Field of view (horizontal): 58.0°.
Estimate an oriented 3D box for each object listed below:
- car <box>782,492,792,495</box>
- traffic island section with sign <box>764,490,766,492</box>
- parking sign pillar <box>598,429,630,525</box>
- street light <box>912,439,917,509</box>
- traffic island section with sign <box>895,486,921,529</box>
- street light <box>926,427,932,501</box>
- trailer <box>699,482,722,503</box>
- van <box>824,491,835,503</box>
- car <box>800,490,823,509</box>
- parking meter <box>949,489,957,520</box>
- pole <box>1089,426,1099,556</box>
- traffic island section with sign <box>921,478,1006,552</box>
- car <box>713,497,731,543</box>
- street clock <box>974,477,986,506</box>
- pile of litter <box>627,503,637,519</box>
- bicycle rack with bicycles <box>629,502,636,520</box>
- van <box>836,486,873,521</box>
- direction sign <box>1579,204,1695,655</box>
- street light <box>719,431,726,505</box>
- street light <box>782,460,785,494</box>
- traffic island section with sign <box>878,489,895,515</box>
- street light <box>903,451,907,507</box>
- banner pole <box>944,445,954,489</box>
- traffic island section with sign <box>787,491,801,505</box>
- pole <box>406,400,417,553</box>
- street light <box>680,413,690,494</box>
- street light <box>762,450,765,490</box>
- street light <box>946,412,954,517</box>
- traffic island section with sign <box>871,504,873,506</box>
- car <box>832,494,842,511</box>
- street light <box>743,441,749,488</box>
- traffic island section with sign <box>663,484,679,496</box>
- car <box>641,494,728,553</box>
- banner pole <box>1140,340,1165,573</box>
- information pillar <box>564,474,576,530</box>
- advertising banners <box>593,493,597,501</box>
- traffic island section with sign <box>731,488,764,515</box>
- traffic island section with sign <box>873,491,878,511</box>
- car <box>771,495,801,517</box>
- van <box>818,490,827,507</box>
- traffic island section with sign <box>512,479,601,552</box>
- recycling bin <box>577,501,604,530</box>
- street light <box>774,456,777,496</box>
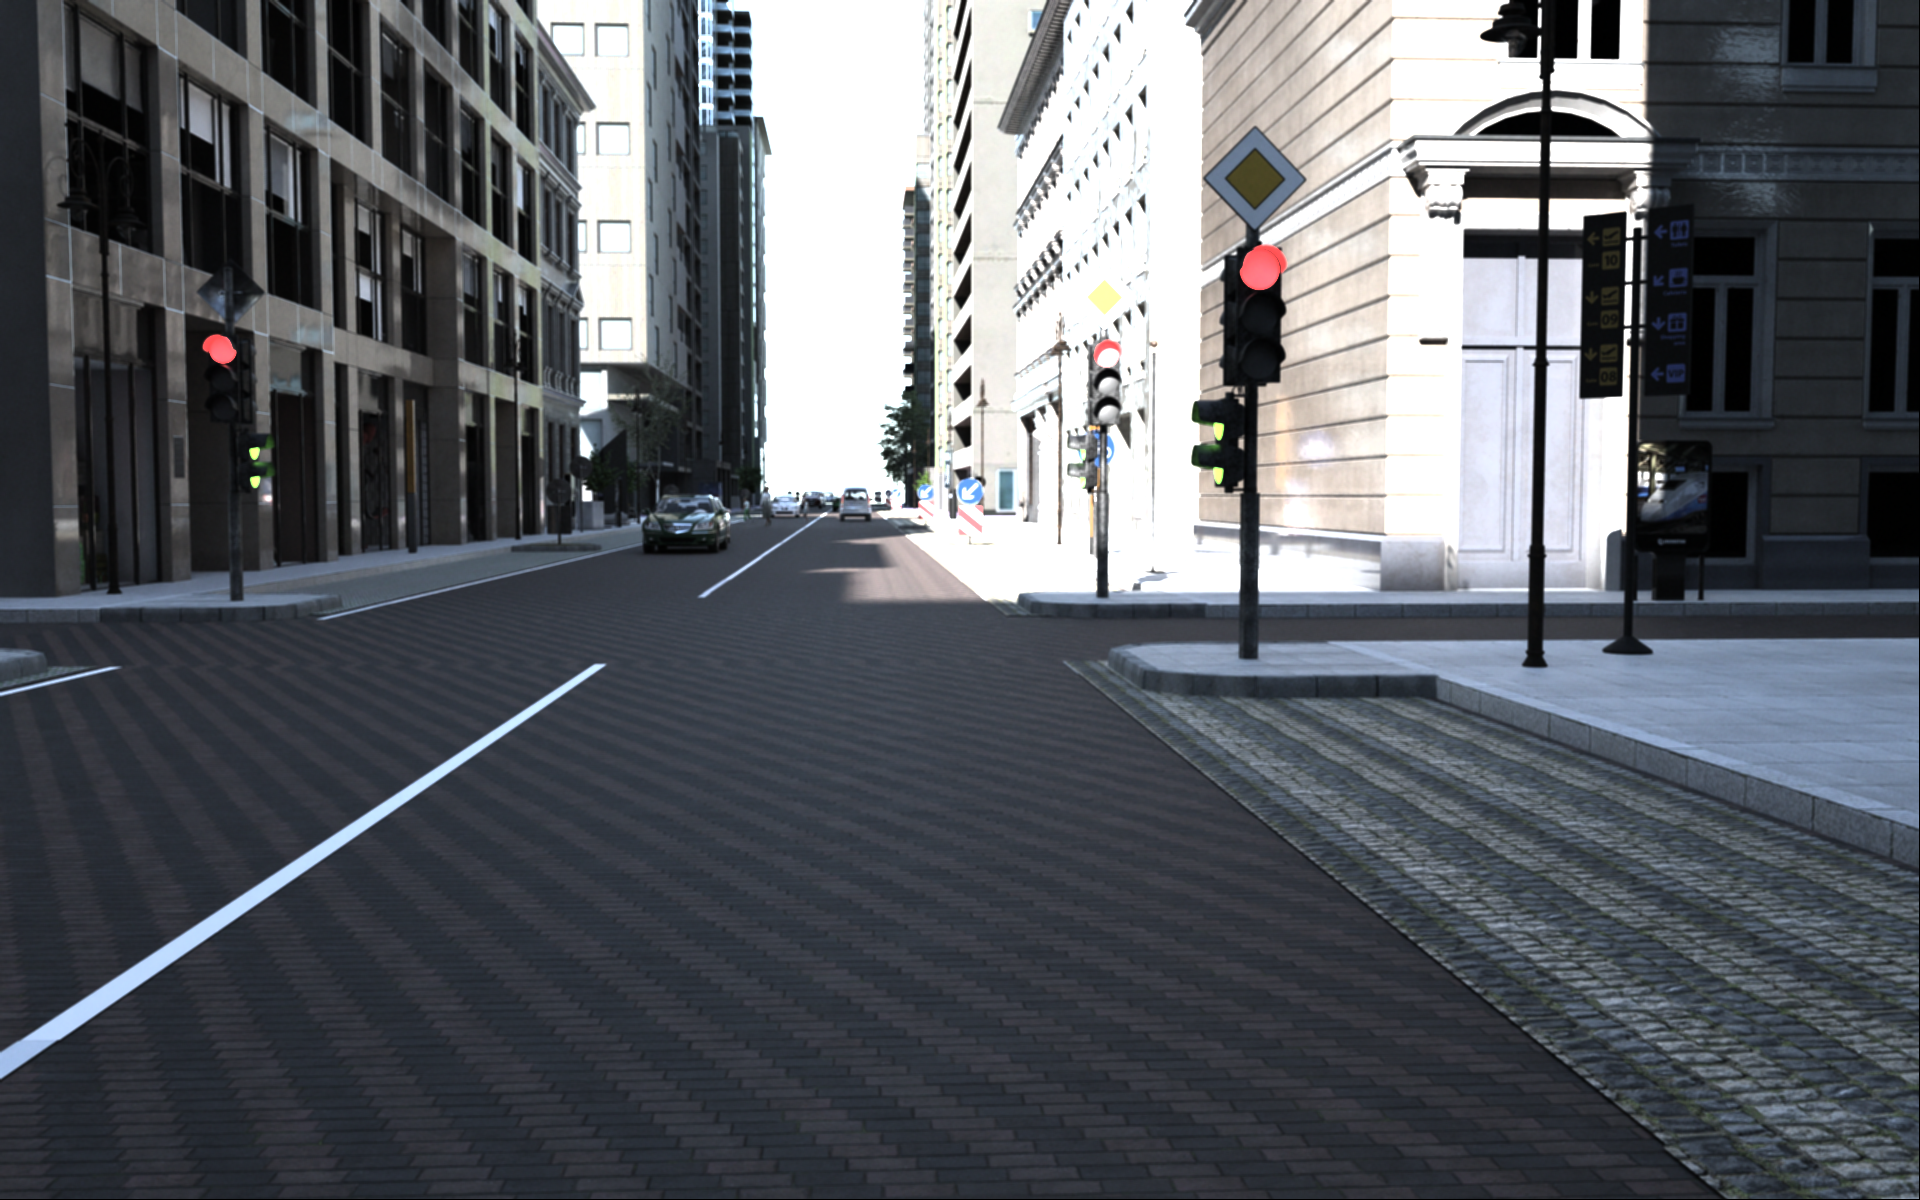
[{"bbox_3d":[-18.409,-10.674,184.303,2.009,1.686,4.222,0,4,-4],"label":"car"},{"bbox_3d":[-16.361,-8.425,146.371,1.989,1.847,2.006,0,4,-3],"label":"traffic island section with sign"},{"bbox_3d":[-14.380,-5.082,71.559,1.447,3.967,1.447,3,4,37],"label":"parking sign pillar"},{"bbox_3d":[-3.839,-10.597,146.052,0.468,5.910,1.993,0,4,-3],"label":"street light"},{"bbox_3d":[-1.529,-3.799,70.736,1.989,1.847,2.006,0,4,-3],"label":"traffic island section with sign"},{"bbox_3d":[-2.179,-8.996,119.865,0.468,5.910,1.993,0,4,-3],"label":"street light"},{"bbox_3d":[-12.025,-4.664,83.304,1.471,1.999,3.904,0,4,-4],"label":"trailer"},{"bbox_3d":[-17.472,-13.678,230.651,2.013,2.044,4.112,0,4,-4],"label":"van"},{"bbox_3d":[-14.548,-9.858,169.852,2.281,1.827,5.304,0,4,-4],"label":"car"},{"bbox_3d":[-0.339,-4.828,87.352,0.372,1.533,0.369,0,3,0],"label":"parking meter"},{"bbox_3d":[2.802,-2.584,36.093,0.158,3.312,0.155,0,3,0],"label":"pole"},{"bbox_3d":[0.101,-2.153,43.830,1.989,1.847,2.006,0,4,-3],"label":"traffic island section with sign"},{"bbox_3d":[-7.599,-2.284,49.706,2.083,1.381,4.827,0,4,-5],"label":"car"},{"bbox_3d":[0.800,-4.098,71.566,0.471,2.002,0.358,2,4,26],"label":"street clock"},{"bbox_3d":[-17.453,-4.637,89.774,1.719,0.858,1.176,-2,4,-25],"label":"pile of litter"},{"bbox_3d":[-16.862,-4.310,83.850,2.852,0.926,2.925,-1,4,-18],"label":"bicycle rack with bicycles"},{"bbox_3d":[-5.615,-5.237,92.641,2.013,2.044,4.112,0,4,-5],"label":"van"},{"bbox_3d":[5.399,-1.340,13.901,0.876,3.537,0.379,3,5,43],"label":"direction sign"},{"bbox_3d":[-16.963,-9.222,123.561,0.468,5.910,1.993,0,4,-3],"label":"street light"},{"bbox_3d":[-23.735,-15.909,232.907,0.468,5.910,1.993,0,4,-3],"label":"street light"},{"bbox_3d":[-4.526,-6.815,120.058,1.989,1.847,2.006,0,4,-3],"label":"traffic island section with sign"},{"bbox_3d":[-5.465,-12.218,172.546,0.468,5.910,1.993,0,4,-3],"label":"street light"},{"bbox_3d":[-0.534,-6.012,88.305,0.401,3.779,0.863,3,5,39],"label":"banner pole"},{"bbox_3d":[-19.697,-11.775,201.149,1.989,1.847,2.006,0,4,-3],"label":"traffic island section with sign"},{"bbox_3d":[-11.905,-2.676,37.591,0.158,3.312,0.155,0,3,0],"label":"pole"},{"bbox_3d":[-15.473,-7.638,97.667,0.468,5.910,1.993,0,4,-3],"label":"street light"},{"bbox_3d":[-20.486,-12.723,180.804,0.468,5.910,1.993,0,4,-3],"label":"street light"},{"bbox_3d":[-0.546,-7.483,95.132,0.468,5.910,1.993,0,4,-3],"label":"street light"},{"bbox_3d":[-9.587,-11.910,203.349,1.989,1.847,2.006,0,4,-3],"label":"traffic island section with sign"},{"bbox_3d":[-9.701,-8.310,144.670,1.959,1.807,4.718,0,4,-2],"label":"car"},{"bbox_3d":[-18.558,-10.844,150.085,0.468,5.910,1.993,0,4,-3],"label":"street light"},{"bbox_3d":[-11.764,-3.793,70.639,1.989,1.847,2.006,0,4,-3],"label":"traffic island section with sign"},{"bbox_3d":[-6.887,-1.951,43.690,2.131,1.459,4.920,0,4,-3],"label":"car"},{"bbox_3d":[3.165,-2.351,28.451,0.401,3.779,0.863,0,4,3],"label":"banner pole"},{"bbox_3d":[-14.031,-3.532,62.247,0.304,2.012,0.304,1,4,16],"label":"information pillar"},{"bbox_3d":[-19.442,-5.858,91.968,0.090,3.025,2.074,0,4,-4],"label":"advertising banners"},{"bbox_3d":[-14.704,-6.752,119.029,1.989,1.847,2.006,0,4,-3],"label":"traffic island section with sign"},{"bbox_3d":[-6.215,-8.510,147.767,1.989,1.847,2.006,0,4,-3],"label":"traffic island section with sign"},{"bbox_3d":[-10.922,-5.839,107.823,2.083,1.381,4.827,0,4,-5],"label":"car"},{"bbox_3d":[-15.792,-11.339,192.407,2.013,2.044,4.112,0,4,-4],"label":"van"},{"bbox_3d":[-10.109,-2.139,43.604,1.989,1.847,2.006,0,4,-3],"label":"traffic island section with sign"},{"bbox_3d":[-13.280,-3.039,62.237,0.722,1.027,0.722,1,4,21],"label":"recycling bin"},{"bbox_3d":[-22.074,-14.326,207.024,0.468,5.910,1.993,0,4,-3],"label":"street light"}]
